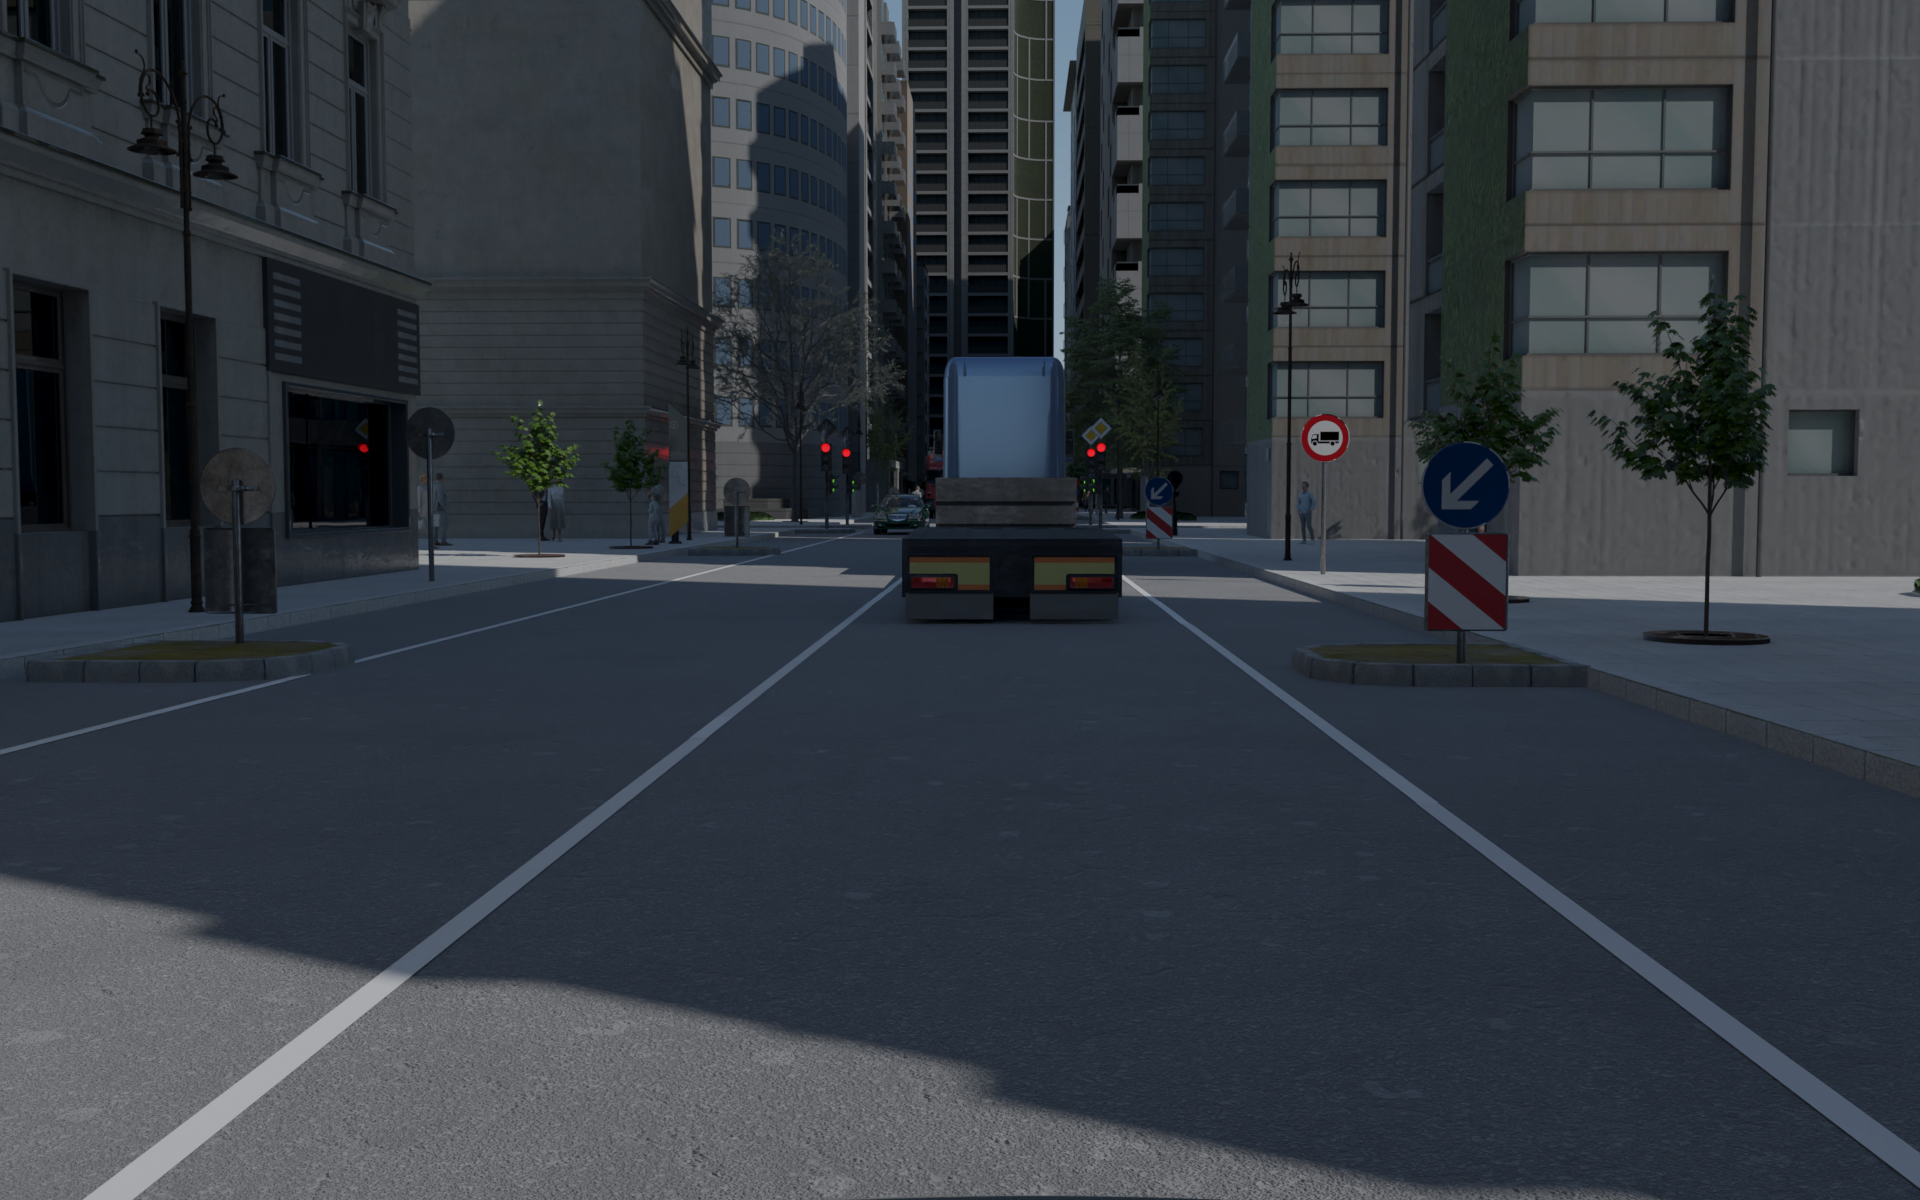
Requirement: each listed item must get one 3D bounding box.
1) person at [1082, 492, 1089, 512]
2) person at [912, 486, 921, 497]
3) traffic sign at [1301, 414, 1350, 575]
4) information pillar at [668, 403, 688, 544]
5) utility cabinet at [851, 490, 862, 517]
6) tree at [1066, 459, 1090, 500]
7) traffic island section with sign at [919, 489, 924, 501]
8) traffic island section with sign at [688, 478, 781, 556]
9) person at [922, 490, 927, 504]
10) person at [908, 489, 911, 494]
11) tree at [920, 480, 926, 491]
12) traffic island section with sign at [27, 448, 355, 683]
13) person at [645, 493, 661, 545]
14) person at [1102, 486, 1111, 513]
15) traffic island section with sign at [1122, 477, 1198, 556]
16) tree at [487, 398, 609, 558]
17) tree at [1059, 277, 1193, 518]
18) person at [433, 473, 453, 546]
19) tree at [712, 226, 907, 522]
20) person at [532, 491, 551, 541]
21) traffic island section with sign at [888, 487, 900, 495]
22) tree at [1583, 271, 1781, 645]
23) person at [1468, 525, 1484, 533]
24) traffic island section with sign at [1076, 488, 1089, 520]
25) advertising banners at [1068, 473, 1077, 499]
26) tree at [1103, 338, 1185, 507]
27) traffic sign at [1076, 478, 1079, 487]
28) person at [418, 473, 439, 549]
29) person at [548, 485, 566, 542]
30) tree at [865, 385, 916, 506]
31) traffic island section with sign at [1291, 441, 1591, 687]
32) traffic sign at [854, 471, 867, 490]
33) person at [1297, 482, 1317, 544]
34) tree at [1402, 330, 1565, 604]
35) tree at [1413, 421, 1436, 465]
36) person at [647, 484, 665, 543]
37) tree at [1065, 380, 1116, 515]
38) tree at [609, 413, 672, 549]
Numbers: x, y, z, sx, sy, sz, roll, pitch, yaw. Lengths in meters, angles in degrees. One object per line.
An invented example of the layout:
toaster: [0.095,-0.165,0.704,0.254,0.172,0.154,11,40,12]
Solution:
person: [8.968,-7.127,122.482,0.656,1.842,0.836,-1,4,-9]
person: [-2.066,-4.510,82.364,0.709,1.813,0.853,2,4,28]
traffic sign: [5.794,-1.680,27.567,0.768,2.556,0.104,0,4,3]
information pillar: [-7.272,-3.259,44.634,0.504,3.616,0.183,0,4,-5]
utility cabinet: [-5.662,-5.270,94.850,0.318,1.500,1.173,1,4,12]
tree: [10.279,-10.131,149.347,4.285,4.588,4.351,0,3,0]
traffic island section with sign: [-2.838,-7.039,123.721,1.989,1.847,2.006,0,4,2]
traffic island section with sign: [-5.300,-1.984,41.061,1.989,1.847,2.006,0,4,2]
person: [-3.438,-9.974,170.031,0.541,1.710,0.530,0,4,-4]
person: [-4.486,-9.186,156.965,0.721,1.736,1.217,0,4,-2]
tree: [-3.389,-12.096,192.368,1.663,3.219,1.824,0,3,0]
traffic island section with sign: [-6.107,-0.336,14.118,1.989,1.847,2.006,0,4,2]
person: [-7.720,-2.027,43.466,0.394,1.301,0.425,1,4,9]
person: [9.784,-6.708,115.501,0.659,1.850,0.755,2,4,29]
traffic island section with sign: [4.510,-1.965,40.760,1.989,1.847,2.006,0,4,2]
tree: [-8.434,-2.479,35.136,1.663,3.219,1.824,0,3,0]
tree: [8.359,-10.592,91.303,7.486,12.596,7.792,0,3,0]
person: [-12.949,-2.258,43.059,0.635,1.810,0.391,3,5,40]
tree: [-7.634,-10.338,79.399,12.009,13.543,11.850,0,3,0]
person: [-11.407,-2.582,47.628,0.474,1.900,0.648,1,4,21]
traffic island section with sign: [-3.645,-5.391,96.766,1.989,1.847,2.006,0,4,2]
tree: [6.630,-1.259,15.188,1.663,3.219,1.824,0,3,0]
person: [6.938,-1.050,23.396,0.419,1.800,0.721,1,4,12]
traffic island section with sign: [6.188,-5.409,97.064,1.989,1.847,2.006,0,4,2]
advertising banners: [9.209,-8.932,142.219,0.090,3.025,2.074,-1,4,-18]
tree: [8.778,-7.988,80.971,4.737,8.622,4.395,0,3,0]
traffic sign: [9.055,-8.363,136.843,0.768,2.556,0.104,0,4,8]
person: [-12.587,-2.095,40.657,0.624,1.780,0.694,1,4,19]
person: [-10.903,-2.475,46.730,0.478,1.798,0.641,-1,4,-21]
tree: [-5.344,-10.200,117.126,4.737,8.622,4.395,0,3,0]
traffic island section with sign: [3.722,-0.317,13.816,1.989,1.847,2.006,0,4,2]
traffic sign: [-5.627,-5.960,97.555,0.768,2.556,0.104,0,4,8]
person: [8.847,-2.233,44.357,0.330,1.601,0.589,-2,4,-35]
tree: [6.390,-1.589,20.582,1.663,3.219,1.824,0,3,0]
tree: [13.712,-3.778,45.488,4.285,4.588,4.351,0,3,0]
person: [-8.010,-2.403,45.515,0.511,1.800,0.466,3,4,39]
tree: [8.336,-9.669,108.445,4.360,8.622,3.978,0,3,0]
tree: [-7.838,-2.818,40.676,1.663,3.219,1.824,0,3,0]
